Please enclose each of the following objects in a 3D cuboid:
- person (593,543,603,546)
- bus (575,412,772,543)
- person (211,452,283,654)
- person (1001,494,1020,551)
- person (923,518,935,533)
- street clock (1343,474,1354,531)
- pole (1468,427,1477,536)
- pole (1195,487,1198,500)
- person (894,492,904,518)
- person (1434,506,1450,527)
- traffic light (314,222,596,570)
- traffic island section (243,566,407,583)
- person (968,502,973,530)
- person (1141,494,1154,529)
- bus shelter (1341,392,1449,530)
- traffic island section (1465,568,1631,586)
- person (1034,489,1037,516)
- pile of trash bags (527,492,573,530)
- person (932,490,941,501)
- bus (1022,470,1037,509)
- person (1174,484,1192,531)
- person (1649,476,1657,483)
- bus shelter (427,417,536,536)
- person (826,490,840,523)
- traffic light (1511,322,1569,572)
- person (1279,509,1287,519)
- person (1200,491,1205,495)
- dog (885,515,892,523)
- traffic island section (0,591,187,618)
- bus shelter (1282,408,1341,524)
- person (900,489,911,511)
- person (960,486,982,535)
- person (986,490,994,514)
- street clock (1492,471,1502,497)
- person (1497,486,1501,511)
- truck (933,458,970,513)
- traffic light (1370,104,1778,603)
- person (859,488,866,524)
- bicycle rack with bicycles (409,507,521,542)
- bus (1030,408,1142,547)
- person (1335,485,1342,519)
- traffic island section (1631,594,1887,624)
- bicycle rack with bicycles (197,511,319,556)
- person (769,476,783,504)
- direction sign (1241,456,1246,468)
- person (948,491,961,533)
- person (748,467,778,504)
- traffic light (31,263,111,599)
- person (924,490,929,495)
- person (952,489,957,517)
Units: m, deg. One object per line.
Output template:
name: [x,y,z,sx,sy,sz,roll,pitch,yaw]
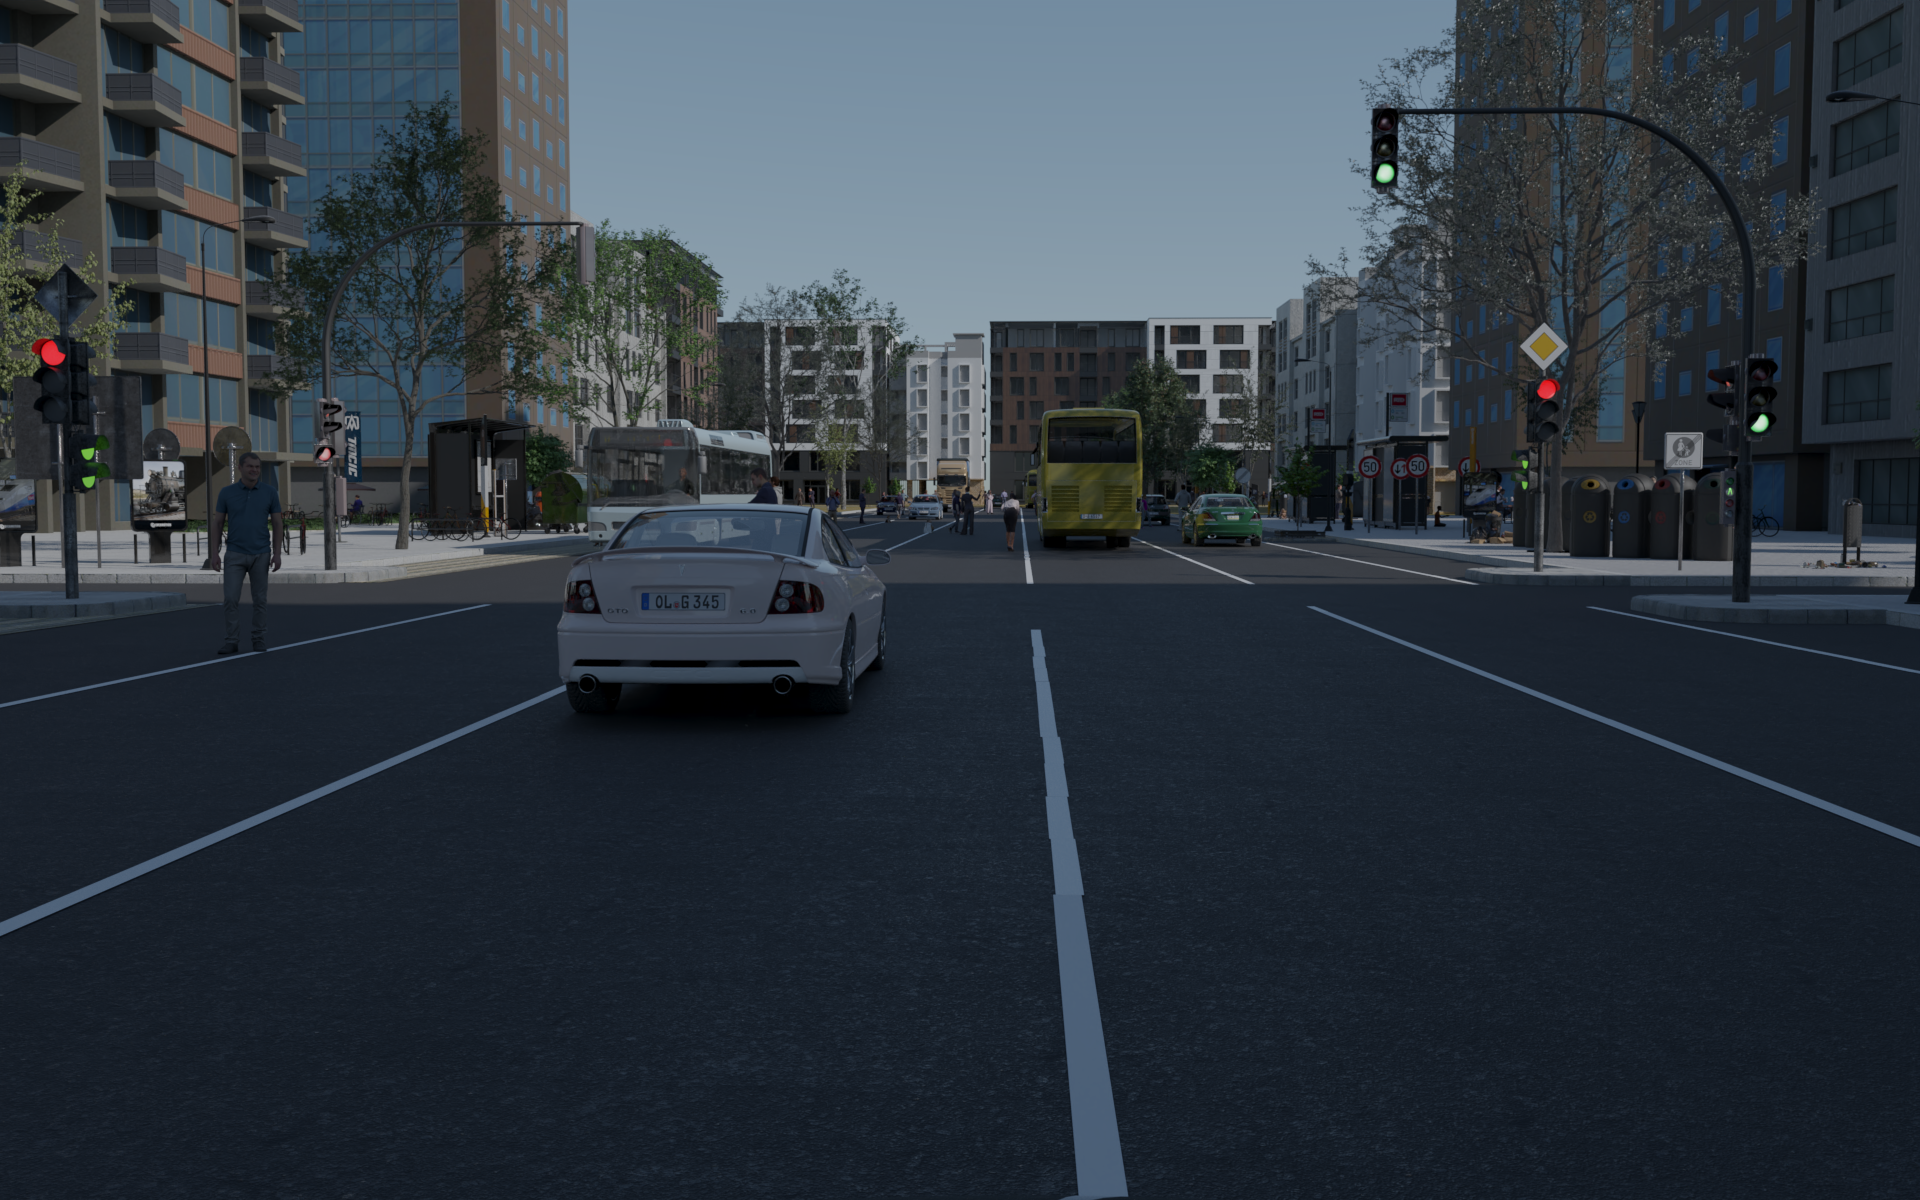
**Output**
person: [-9.924,-2.234,47.392,0.453,1.535,0.546,0,4,-2]
bus: [-7.101,-3.078,45.180,2.948,3.499,13.247,0,4,2]
person: [-6.451,-0.430,15.657,0.598,1.807,0.434,-1,4,-10]
person: [1.315,-1.948,43.532,0.628,1.438,0.799,-1,4,-21]
person: [-1.143,-2.724,63.509,0.381,0.543,0.357,1,4,14]
street clock: [13.658,-3.450,60.975,0.358,2.002,0.471,-1,4,-11]
pole: [15.566,-3.594,52.599,0.158,3.312,0.155,0,3,0]
pole: [13.639,-6.482,99.826,0.158,3.312,0.155,0,3,0]
person: [-3.634,-5.555,101.535,0.569,1.553,0.471,2,4,27]
person: [18.847,-3.272,67.825,0.655,0.850,0.859,2,4,25]
traffic light: [-8.515,-3.329,29.090,4.771,5.953,1.251,0,4,2]
traffic island section: [-10.649,-0.427,29.262,2.009,0.180,2.903,0,4,2]
person: [0.364,-3.518,69.929,0.340,1.345,0.435,-1,4,-17]
person: [7.802,-3.672,71.775,0.776,1.435,0.726,2,4,25]
bus shelter: [16.579,-5.419,66.230,2.179,5.291,8.768,0,4,2]
traffic island section: [9.561,-0.385,28.569,2.009,0.180,2.903,0,4,2]
person: [5.135,-6.418,113.439,0.705,1.824,1.348,-2,4,-25]
pile of trash bags: [-15.216,-3.268,63.191,1.912,1.369,3.447,-1,4,-18]
person: [-1.836,-7.146,125.882,0.990,1.755,0.434,-2,4,-25]
bus: [7.869,-11.183,174.384,2.896,3.916,12.252,0,4,1]
person: [8.557,-3.529,66.349,0.875,1.805,0.789,-1,4,-11]
person: [17.263,-2.230,43.224,0.841,1.734,0.376,3,4,36]
bus shelter: [-15.436,-3.975,56.270,1.731,3.624,6.357,0,4,2]
person: [-4.449,-3.061,60.606,0.516,1.574,0.319,-1,4,-12]
traffic light: [9.521,-2.418,28.456,0.839,4.253,0.868,0,4,2]
person: [16.421,-4.381,88.144,0.381,0.543,0.357,-2,4,-24]
person: [24.794,-10.368,176.237,0.721,1.739,1.217,-3,5,-40]
dog: [-3.516,-4.056,86.503,0.550,0.427,0.748,1,4,22]
traffic island section: [-10.921,0.061,21.281,2.009,0.180,2.903,0,4,2]
bus shelter: [15.918,-6.164,78.408,2.179,5.291,8.768,0,4,2]
person: [-4.842,-8.448,146.617,1.348,1.826,0.705,-1,4,-10]
person: [0.386,-3.165,61.054,0.742,1.727,0.445,-2,4,-30]
person: [2.093,-6.958,122.937,0.621,1.740,0.551,2,4,31]
street clock: [16.856,-3.065,54.685,0.471,2.002,0.358,1,4,12]
person: [26.236,-4.724,84.084,0.445,1.727,0.742,0,4,-3]
truck: [-0.546,-9.085,137.453,2.839,4.237,11.283,0,4,1]
traffic light: [7.155,-2.797,20.406,4.771,5.953,1.251,0,4,2]
person: [-4.677,-4.519,83.307,0.530,1.710,0.541,2,4,26]
bicycle rack with bicycles: [-13.904,-2.094,47.616,2.925,0.926,2.852,1,4,11]
bus: [3.494,-3.535,49.336,2.896,3.916,12.252,0,4,2]
person: [19.235,-4.934,87.251,0.750,1.759,0.617,0,4,3]
traffic island section: [9.288,0.104,20.588,2.009,0.180,2.903,0,4,2]
bicycle rack with bicycles: [-15.049,-1.455,37.168,2.852,0.926,2.925,-1,4,-11]
person: [-3.991,-1.712,36.636,0.789,1.805,0.875,1,4,11]
direction sign: [16.750,-6.754,102.428,0.379,3.537,0.876,2,4,24]
person: [-0.161,-3.212,63.224,0.471,1.553,0.569,1,4,21]
person: [-2.577,-0.777,21.647,0.568,1.767,0.683,0,4,5]
traffic light: [-10.882,-1.971,21.145,0.839,4.253,0.868,0,4,2]
person: [-2.357,-7.012,123.870,1.217,1.743,0.721,-2,4,-28]
person: [-0.271,-6.036,107.862,0.551,1.740,0.621,-2,4,-28]
